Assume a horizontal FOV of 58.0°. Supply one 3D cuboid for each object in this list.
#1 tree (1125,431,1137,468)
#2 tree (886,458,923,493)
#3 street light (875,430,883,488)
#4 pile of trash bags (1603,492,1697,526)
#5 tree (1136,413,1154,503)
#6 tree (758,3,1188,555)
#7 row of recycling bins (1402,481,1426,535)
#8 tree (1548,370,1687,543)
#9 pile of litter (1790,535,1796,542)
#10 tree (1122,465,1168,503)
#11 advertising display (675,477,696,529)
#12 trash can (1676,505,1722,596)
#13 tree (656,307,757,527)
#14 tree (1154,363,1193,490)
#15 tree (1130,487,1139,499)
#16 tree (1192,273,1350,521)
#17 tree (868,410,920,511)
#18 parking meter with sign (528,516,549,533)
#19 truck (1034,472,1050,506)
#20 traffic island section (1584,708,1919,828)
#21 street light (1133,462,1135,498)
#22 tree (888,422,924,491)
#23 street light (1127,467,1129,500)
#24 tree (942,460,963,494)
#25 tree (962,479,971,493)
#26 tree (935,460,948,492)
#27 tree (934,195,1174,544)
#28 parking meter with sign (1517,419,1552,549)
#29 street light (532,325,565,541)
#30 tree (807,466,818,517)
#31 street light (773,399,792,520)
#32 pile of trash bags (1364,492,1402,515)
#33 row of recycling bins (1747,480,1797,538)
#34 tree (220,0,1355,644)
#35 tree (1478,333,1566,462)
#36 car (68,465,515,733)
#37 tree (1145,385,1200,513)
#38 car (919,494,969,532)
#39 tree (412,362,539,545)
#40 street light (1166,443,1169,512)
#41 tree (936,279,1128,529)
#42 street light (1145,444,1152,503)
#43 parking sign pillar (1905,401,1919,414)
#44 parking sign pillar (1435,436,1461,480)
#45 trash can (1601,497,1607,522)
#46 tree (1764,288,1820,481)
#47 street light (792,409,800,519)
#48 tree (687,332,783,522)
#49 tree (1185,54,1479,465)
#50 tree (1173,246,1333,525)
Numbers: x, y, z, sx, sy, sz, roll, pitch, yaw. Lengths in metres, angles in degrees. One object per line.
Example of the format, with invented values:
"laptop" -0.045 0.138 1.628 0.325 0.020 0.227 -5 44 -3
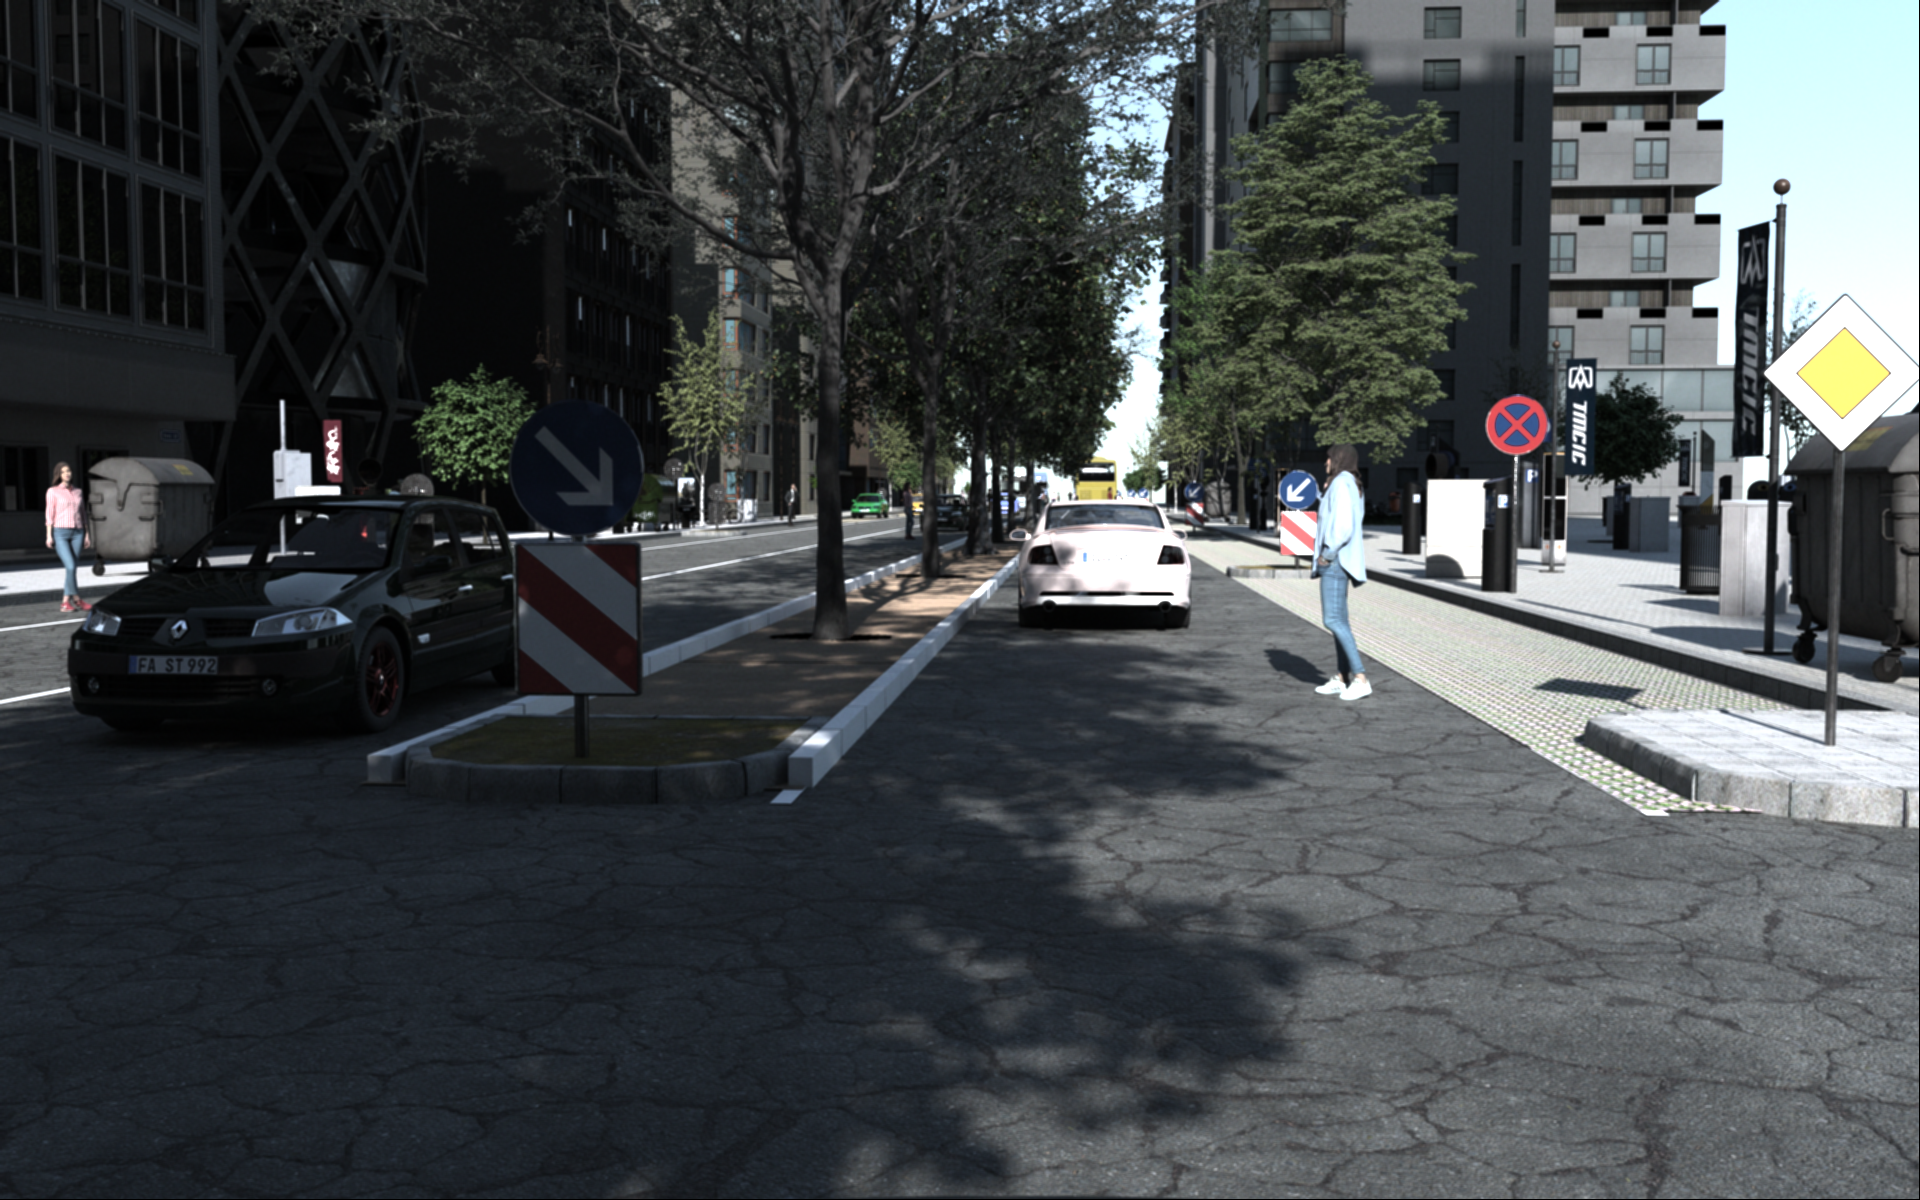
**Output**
"tree" 16.986 -12.459 154.065 4.737 8.622 4.395 0 3 0
"tree" -4.658 -10.071 148.381 4.285 4.588 4.351 0 3 0
"street light" -5.783 -9.285 124.601 0.468 5.910 1.993 0 4 4
"pile of trash bags" 27.114 -3.563 68.009 3.447 1.369 1.912 1 4 16
"tree" 12.583 -8.779 93.901 4.737 8.622 4.395 0 3 0
"tree" 0.439 -7.389 40.269 9.611 12.733 9.660 0 3 0
"row of recycling bins" 15.232 -2.836 53.481 1.069 1.692 3.534 -3 5 -43
"tree" 17.468 -3.816 46.106 4.285 4.588 4.351 0 3 0
"pile of litter" 21.934 -1.996 46.600 1.719 0.858 1.176 0 4 1
"tree" 20.523 -13.098 197.871 4.285 4.588 4.351 0 3 0
"advertising display" -10.191 -3.614 64.295 0.123 1.923 0.974 2 4 34
"trash can" 9.508 -0.637 22.065 0.748 1.137 0.748 0 3 0
"tree" -10.144 -7.210 68.250 4.737 8.622 4.395 0 3 0
"tree" 12.609 -8.083 82.524 4.737 8.622 4.395 0 3 0
"tree" 20.696 -12.688 202.043 1.663 3.219 1.824 0 3 0
"tree" 10.157 -6.308 53.493 4.737 8.622 4.395 0 3 0
"tree" -5.211 -11.107 131.956 4.737 8.622 4.395 0 3 0
"parking meter with sign" -14.222 -3.792 58.268 0.543 3.016 1.738 -2 4 -34
"truck" 9.893 -13.940 217.676 2.967 4.110 18.799 0 4 4
"traffic island section" 4.462 0.821 8.853 2.009 0.180 2.903 0 4 4
"street light" 20.685 -14.258 205.902 0.468 5.910 1.993 0 4 4
"tree" -3.332 -14.926 162.161 7.486 12.596 7.792 0 3 0
"street light" 23.508 -16.495 242.474 0.468 5.910 1.993 0 4 4
"tree" -1.223 -15.120 197.581 4.737 8.622 4.395 0 3 0
"tree" 1.060 -13.815 220.470 1.663 3.219 1.824 0 3 0
"tree" -2.678 -14.147 181.659 4.360 8.622 3.978 0 3 0
"tree" 0.989 -7.457 50.139 9.928 11.665 9.643 0 3 0
"parking meter with sign" 13.439 -2.731 40.908 0.543 3.016 1.738 0 4 1
"street light" -11.264 -4.572 47.536 0.468 5.910 1.993 0 4 4
"tree" -7.739 -6.398 99.212 1.663 3.219 1.824 0 3 0
"street light" -8.685 -6.810 84.129 0.468 5.910 1.993 0 4 4
"pile of trash bags" 18.681 -4.176 78.034 3.447 1.369 1.912 -3 4 -39
"row of recycling bins" 24.976 -2.686 51.021 1.069 1.692 3.534 -3 5 -42
"tree" -1.295 -6.358 16.787 12.009 13.543 11.850 0 3 0
"tree" 26.215 -7.933 80.068 4.360 8.622 3.978 0 3 0
"car" -4.189 -0.116 11.679 2.009 1.686 4.222 0 4 5
"tree" 14.477 -10.129 115.964 4.360 8.622 3.978 0 3 0
"car" -0.531 -3.501 67.028 2.009 1.686 4.222 0 4 5
"tree" -11.945 -3.648 43.361 4.285 4.588 4.351 0 3 0
"street light" 14.627 -9.099 121.563 0.468 5.910 1.993 0 4 4
"tree" 2.973 -9.194 70.906 7.486 12.596 7.792 0 3 0
"street light" 17.392 -11.336 158.139 0.468 5.910 1.993 0 4 4
"parking sign pillar" 22.344 -3.176 40.395 1.447 3.967 1.447 -2 4 -33
"parking sign pillar" 21.700 -5.442 77.447 1.447 3.967 1.447 -3 4 -37
"trash can" 28.765 -3.975 76.652 0.748 1.137 0.748 0 3 0
"tree" 29.763 -6.791 61.399 4.360 8.622 3.978 0 3 0
"street light" -8.397 -7.009 87.393 0.468 5.910 1.993 0 4 4
"tree" -10.051 -7.800 77.890 4.360 8.622 3.978 0 3 0
"tree" 9.902 -7.817 45.939 7.486 12.596 7.792 0 3 0
"tree" 11.790 -8.928 71.724 9.928 11.665 9.643 0 3 0
